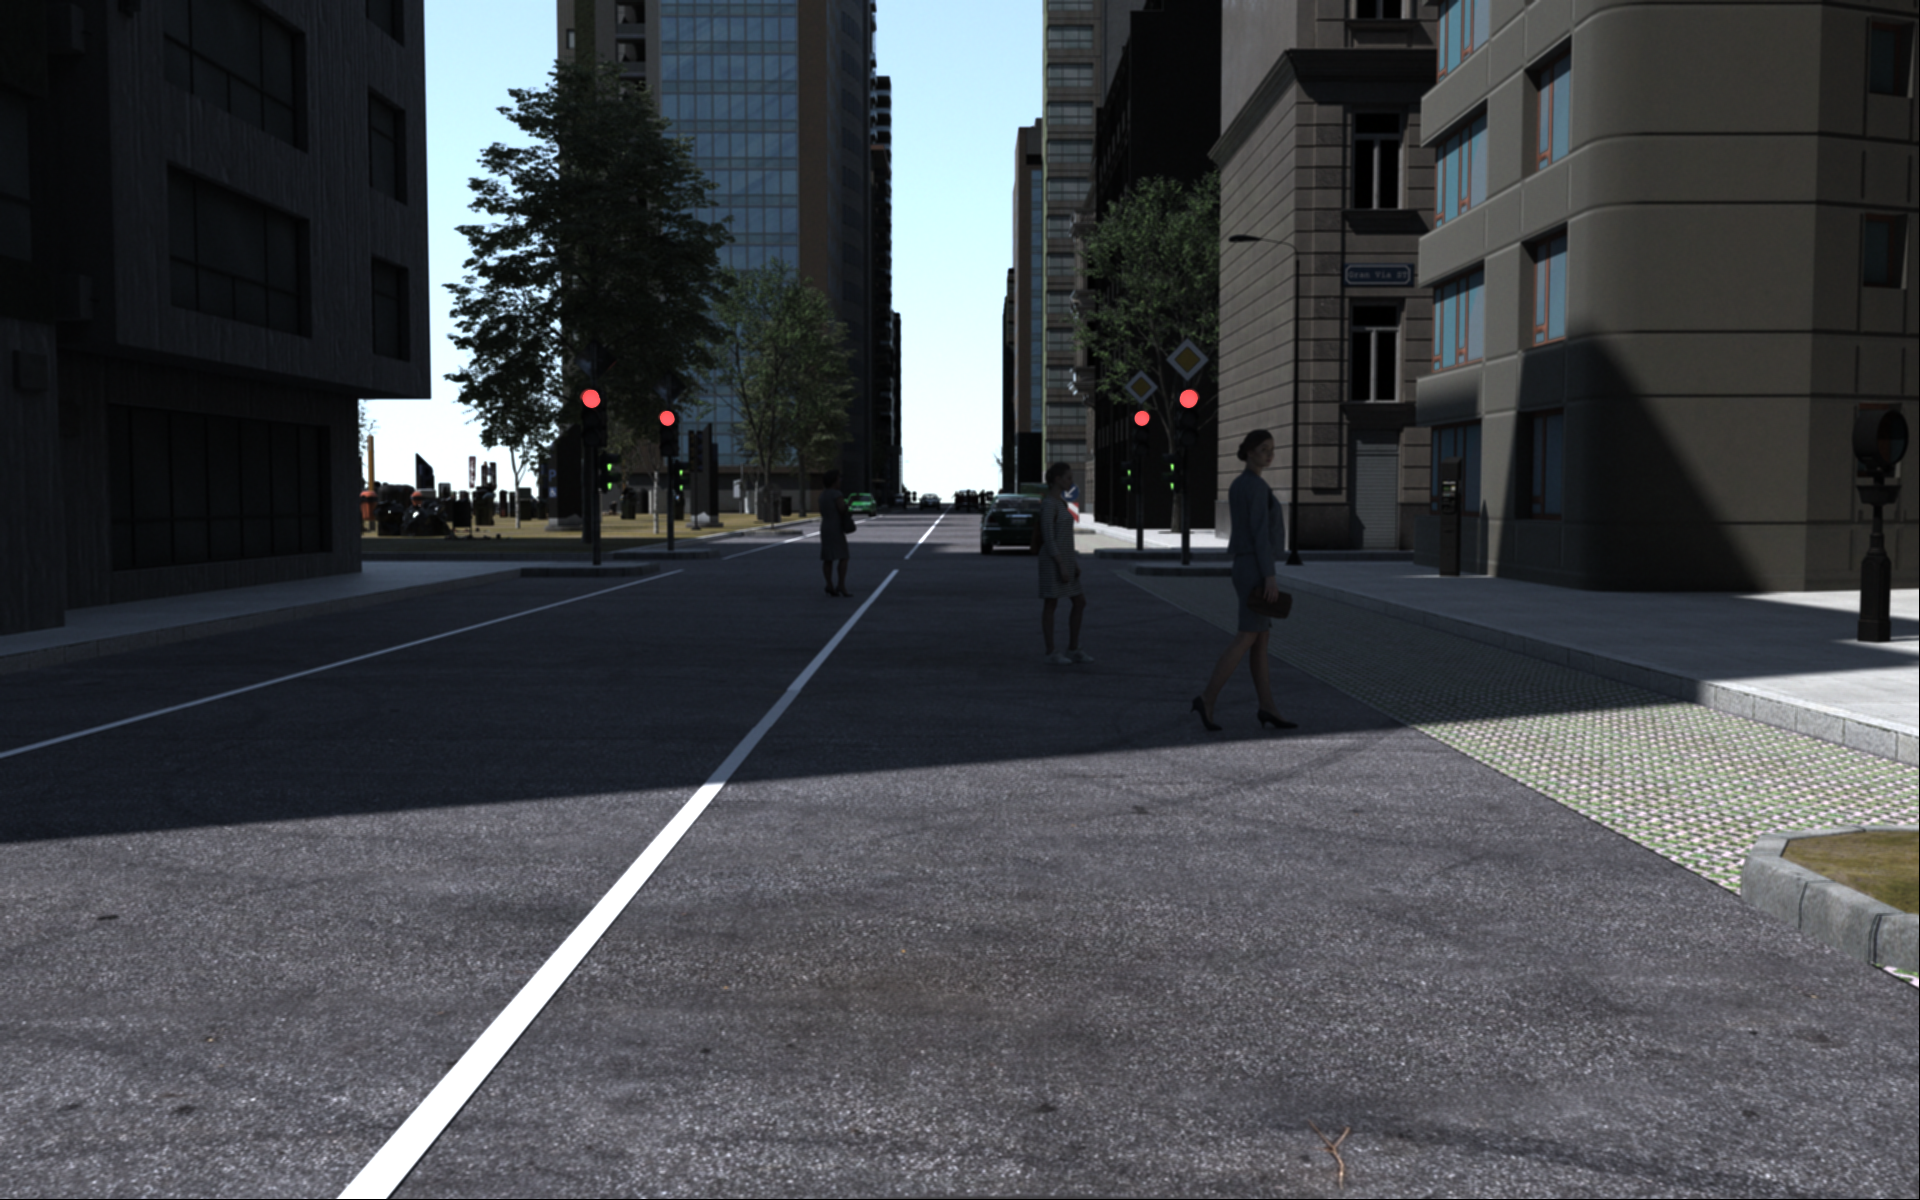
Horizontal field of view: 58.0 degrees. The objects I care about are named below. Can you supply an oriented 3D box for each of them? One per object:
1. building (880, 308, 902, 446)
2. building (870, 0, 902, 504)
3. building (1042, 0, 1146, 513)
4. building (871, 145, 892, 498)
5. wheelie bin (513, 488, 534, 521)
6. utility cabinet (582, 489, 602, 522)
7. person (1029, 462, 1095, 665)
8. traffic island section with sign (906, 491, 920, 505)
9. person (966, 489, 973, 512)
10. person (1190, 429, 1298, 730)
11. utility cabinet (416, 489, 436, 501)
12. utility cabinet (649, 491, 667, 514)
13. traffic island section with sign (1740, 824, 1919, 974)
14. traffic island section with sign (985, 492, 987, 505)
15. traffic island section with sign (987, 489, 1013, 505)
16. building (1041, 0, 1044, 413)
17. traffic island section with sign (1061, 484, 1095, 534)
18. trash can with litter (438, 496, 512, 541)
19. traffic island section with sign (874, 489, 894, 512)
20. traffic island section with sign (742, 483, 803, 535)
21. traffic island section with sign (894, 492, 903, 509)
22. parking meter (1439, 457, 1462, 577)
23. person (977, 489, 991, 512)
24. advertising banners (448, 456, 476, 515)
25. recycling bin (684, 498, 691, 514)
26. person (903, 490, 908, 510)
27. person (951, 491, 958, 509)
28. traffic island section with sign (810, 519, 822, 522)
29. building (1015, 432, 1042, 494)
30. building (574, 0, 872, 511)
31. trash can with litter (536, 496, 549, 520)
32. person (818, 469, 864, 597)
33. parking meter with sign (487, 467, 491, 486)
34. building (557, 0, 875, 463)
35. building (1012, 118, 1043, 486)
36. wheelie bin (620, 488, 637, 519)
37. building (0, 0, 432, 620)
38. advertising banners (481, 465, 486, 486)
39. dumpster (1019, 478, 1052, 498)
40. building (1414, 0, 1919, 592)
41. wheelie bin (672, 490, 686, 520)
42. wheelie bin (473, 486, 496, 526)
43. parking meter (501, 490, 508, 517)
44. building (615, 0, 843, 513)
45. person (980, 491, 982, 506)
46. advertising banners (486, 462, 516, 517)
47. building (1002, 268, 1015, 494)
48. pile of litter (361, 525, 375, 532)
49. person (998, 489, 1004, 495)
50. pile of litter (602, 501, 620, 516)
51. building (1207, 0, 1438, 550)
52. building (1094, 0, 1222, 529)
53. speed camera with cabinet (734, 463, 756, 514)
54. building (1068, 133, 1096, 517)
[{"bbox_3d":[-16.219,-30.182,265.179,14.160,30.474,14.107,0,3,0],"label":"building"},{"bbox_3d":[-19.087,-56.776,240.958,22.319,86.520,31.000,0,3,0],"label":"building"},{"bbox_3d":[12.880,-26.927,123.857,14.154,41.232,14.086,0,3,0],"label":"building"},{"bbox_3d":[-19.807,-34.112,212.355,22.147,44.769,28.867,0,3,0],"label":"building"},{"bbox_3d":[-21.140,-4.651,83.956,0.980,1.594,0.693,-1,4,-13],"label":"wheelie bin"},{"bbox_3d":[-16.556,-4.190,77.188,1.173,1.500,0.318,0,4,-7],"label":"utility cabinet"},{"bbox_3d":[0.830,-0.312,14.598,0.522,1.701,0.512,1,4,20],"label":"person"},{"bbox_3d":[-6.482,-12.992,221.048,1.989,1.847,2.006,0,3,0],"label":"traffic island section with sign"},{"bbox_3d":[0.706,-7.776,135.644,0.705,1.822,1.348,1,4,16],"label":"person"},{"bbox_3d":[1.740,-0.124,10.546,0.654,1.822,0.581,1,4,9],"label":"person"},{"bbox_3d":[-25.563,-4.544,82.970,0.318,1.500,1.173,1,4,20],"label":"utility cabinet"},{"bbox_3d":[-19.092,-6.165,109.477,1.173,1.500,0.318,-3,5,-43],"label":"utility cabinet"},{"bbox_3d":[3.759,0.182,5.657,1.989,1.847,2.006,0,3,0],"label":"traffic island section with sign"},{"bbox_3d":[3.897,-13.045,221.913,1.989,1.847,2.006,0,3,0],"label":"traffic island section with sign"},{"bbox_3d":[3.854,-9.645,166.322,1.989,1.847,2.006,0,3,0],"label":"traffic island section with sign"},{"bbox_3d":[20.823,-33.953,144.370,28.713,52.752,27.495,0,3,0],"label":"building"},{"bbox_3d":[3.794,-3.274,62.155,1.989,1.847,2.006,0,3,0],"label":"traffic island section with sign"},{"bbox_3d":[-13.650,-2.316,48.924,2.233,1.210,1.678,-3,4,-36],"label":"trash can with litter"},{"bbox_3d":[-6.536,-7.977,139.051,1.989,1.847,2.006,0,3,0],"label":"traffic island section with sign"},{"bbox_3d":[-6.578,-3.201,60.966,1.989,1.847,2.006,0,3,0],"label":"traffic island section with sign"},{"bbox_3d":[-6.516,-9.646,166.338,1.989,1.847,2.006,0,3,0],"label":"traffic island section with sign"},{"bbox_3d":[7.656,-1.303,27.021,0.255,1.863,0.399,2,4,27],"label":"parking meter"},{"bbox_3d":[1.906,-8.068,140.544,1.348,1.807,0.705,2,4,28],"label":"person"},{"bbox_3d":[-22.998,-5.130,80.062,2.074,3.025,0.090,3,4,38],"label":"advertising banners"},{"bbox_3d":[-17.670,-6.021,110.990,0.722,1.027,0.722,-1,4,-17],"label":"recycling bin"},{"bbox_3d":[-4.785,-8.959,155.508,0.750,1.759,0.617,3,5,44],"label":"person"},{"bbox_3d":[-0.302,-9.709,168.026,1.217,1.735,0.721,2,4,25],"label":"person"},{"bbox_3d":[-6.560,-4.871,88.275,1.989,1.847,2.006,0,3,0],"label":"traffic island section with sign"},{"bbox_3d":[17.220,-52.632,173.206,22.319,86.520,31.000,0,3,0],"label":"building"},{"bbox_3d":[-18.602,-36.772,143.219,21.231,58.520,28.212,0,3,0],"label":"building"},{"bbox_3d":[-20.677,-4.600,86.593,1.055,1.170,0.624,1,4,21],"label":"trash can with litter"},{"bbox_3d":[-1.644,-0.941,24.241,0.532,1.782,0.716,-3,4,-39],"label":"person"},{"bbox_3d":[-30.747,-7.126,112.769,0.543,3.016,1.738,-2,4,-27],"label":"parking meter with sign"},{"bbox_3d":[-23.307,-35.618,171.588,28.713,52.752,27.495,0,3,0],"label":"building"},{"bbox_3d":[13.613,-34.052,206.868,14.600,45.320,14.200,0,3,0],"label":"building"},{"bbox_3d":[-16.770,-4.887,87.804,0.693,1.594,0.980,2,4,25],"label":"wheelie bin"},{"bbox_3d":[-15.828,-15.459,24.459,14.107,30.474,14.160,0,3,0],"label":"building"},{"bbox_3d":[-29.066,-6.583,103.813,0.090,3.025,2.074,2,4,32],"label":"advertising banners"},{"bbox_3d":[3.962,-4.999,86.680,1.985,2.255,1.502,0,4,0],"label":"dumpster"},{"bbox_3d":[22.101,-10.489,16.534,27.650,21.520,28.899,0,3,0],"label":"building"},{"bbox_3d":[-13.967,-4.746,85.497,0.693,1.594,0.980,-3,4,-37],"label":"wheelie bin"},{"bbox_3d":[-19.227,-3.799,70.028,0.980,1.594,0.693,0,4,7],"label":"wheelie bin"},{"bbox_3d":[-25.499,-5.417,96.974,0.372,1.533,0.369,0,3,0],"label":"parking meter"},{"bbox_3d":[-15.765,-28.889,122.453,14.600,45.320,14.200,0,3,0],"label":"building"},{"bbox_3d":[2.618,-12.518,213.188,0.705,1.822,1.348,-2,4,-32],"label":"person"},{"bbox_3d":[-25.159,-6.065,95.349,0.090,3.025,2.074,2,4,28],"label":"advertising banners"},{"bbox_3d":[12.917,-27.525,221.736,14.160,30.474,14.107,0,3,0],"label":"building"},{"bbox_3d":[-20.544,-2.722,58.467,1.719,0.858,1.176,2,4,34],"label":"pile of litter"},{"bbox_3d":[2.863,-6.854,120.699,1.348,1.807,0.705,-2,4,-25],"label":"person"},{"bbox_3d":[-20.974,-5.491,103.742,1.176,0.858,1.719,-2,4,-26],"label":"pile of litter"},{"bbox_3d":[19.599,-15.104,44.209,25.104,27.353,12.463,0,3,0],"label":"building"},{"bbox_3d":[12.260,-14.715,70.261,12.332,23.373,15.834,0,3,0],"label":"building"},{"bbox_3d":[-13.659,-7.145,111.163,0.660,3.252,2.038,2,4,34],"label":"speed camera with cabinet"},{"bbox_3d":[13.348,-16.947,96.166,14.460,24.649,34.723,0,3,0],"label":"building"}]
